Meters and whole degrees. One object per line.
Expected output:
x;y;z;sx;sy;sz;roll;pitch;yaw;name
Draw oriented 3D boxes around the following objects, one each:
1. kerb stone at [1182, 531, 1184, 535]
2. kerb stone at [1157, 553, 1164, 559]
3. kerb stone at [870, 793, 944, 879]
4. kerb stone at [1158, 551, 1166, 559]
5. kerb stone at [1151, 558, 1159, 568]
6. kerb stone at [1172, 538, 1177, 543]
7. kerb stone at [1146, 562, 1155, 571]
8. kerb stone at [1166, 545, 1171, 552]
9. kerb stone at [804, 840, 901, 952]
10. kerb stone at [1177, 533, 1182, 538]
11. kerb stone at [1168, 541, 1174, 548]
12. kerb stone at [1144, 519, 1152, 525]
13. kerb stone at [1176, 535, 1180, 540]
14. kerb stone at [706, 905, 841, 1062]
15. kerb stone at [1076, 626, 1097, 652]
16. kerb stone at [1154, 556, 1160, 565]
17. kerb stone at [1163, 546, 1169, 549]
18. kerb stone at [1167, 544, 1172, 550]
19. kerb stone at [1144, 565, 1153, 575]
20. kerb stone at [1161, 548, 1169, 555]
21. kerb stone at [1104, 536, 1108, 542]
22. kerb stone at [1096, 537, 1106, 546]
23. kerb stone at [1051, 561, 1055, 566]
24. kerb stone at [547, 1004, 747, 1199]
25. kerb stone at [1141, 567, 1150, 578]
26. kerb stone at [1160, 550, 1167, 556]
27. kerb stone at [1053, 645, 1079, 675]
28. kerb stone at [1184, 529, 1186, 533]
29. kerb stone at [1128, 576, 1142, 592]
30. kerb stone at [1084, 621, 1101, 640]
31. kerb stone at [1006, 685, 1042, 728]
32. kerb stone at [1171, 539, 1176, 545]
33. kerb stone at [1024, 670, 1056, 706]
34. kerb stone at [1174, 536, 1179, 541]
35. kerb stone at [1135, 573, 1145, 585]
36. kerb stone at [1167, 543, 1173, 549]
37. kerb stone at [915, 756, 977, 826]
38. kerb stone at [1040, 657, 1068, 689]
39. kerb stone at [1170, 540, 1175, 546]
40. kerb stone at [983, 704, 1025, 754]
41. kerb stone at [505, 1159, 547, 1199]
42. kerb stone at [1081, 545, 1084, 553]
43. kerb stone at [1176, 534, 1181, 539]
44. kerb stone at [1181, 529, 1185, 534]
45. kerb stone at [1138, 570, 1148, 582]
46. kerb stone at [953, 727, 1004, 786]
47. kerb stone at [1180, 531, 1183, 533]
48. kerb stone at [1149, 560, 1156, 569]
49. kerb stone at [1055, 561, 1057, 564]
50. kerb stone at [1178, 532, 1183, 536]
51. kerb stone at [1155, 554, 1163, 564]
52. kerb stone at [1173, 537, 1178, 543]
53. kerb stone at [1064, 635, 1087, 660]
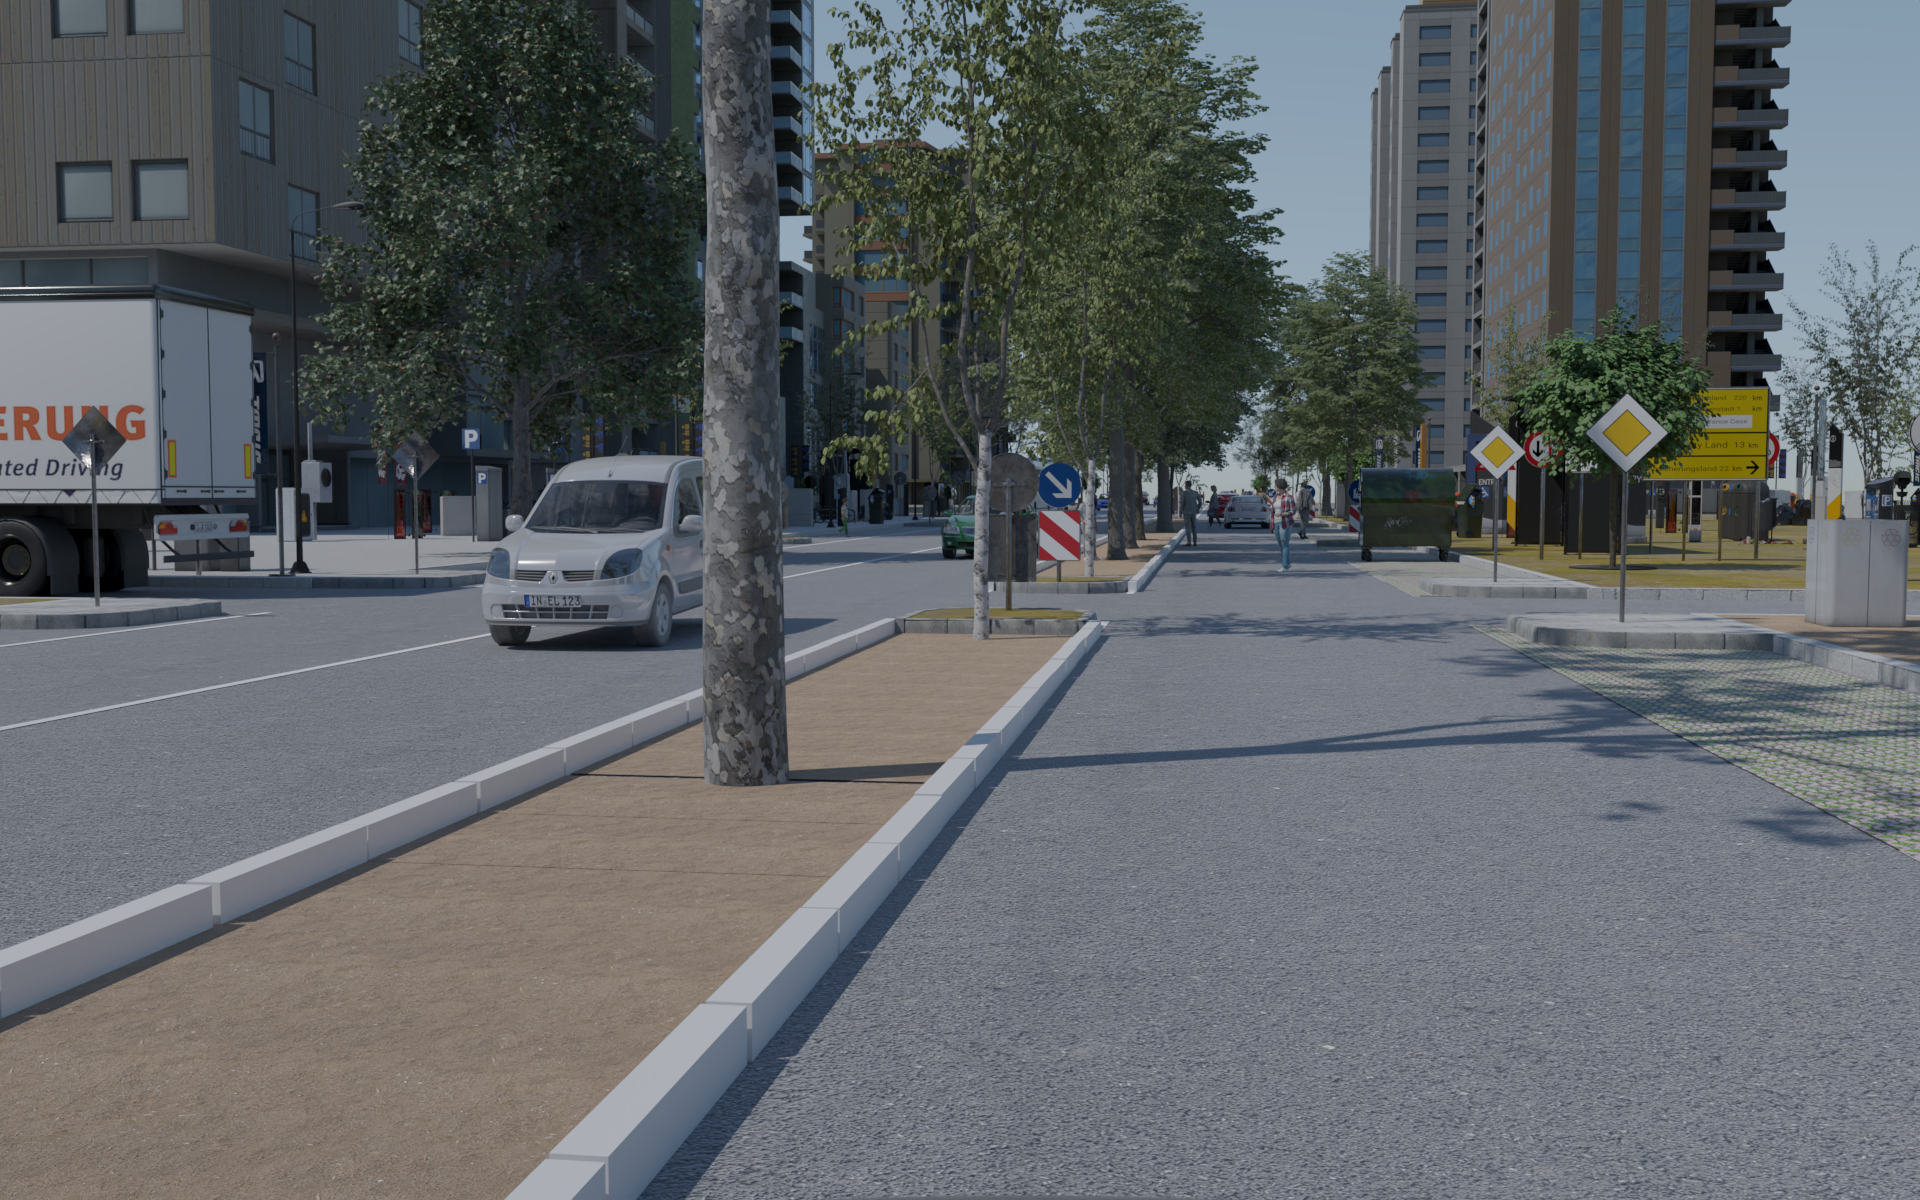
7.102;-2.072;56.148;0.120;0.150;1.000;1;4;8;kerb stone
4.103;-0.838;35.900;0.120;0.150;1.000;1;4;8;kerb stone
-0.210;0.941;6.901;0.120;0.150;1.000;1;4;8;kerb stone
4.253;-0.892;36.911;0.120;0.150;1.000;1;4;8;kerb stone
3.646;-0.646;32.864;0.120;0.150;1.000;1;4;8;kerb stone
5.756;-1.520;47.041;0.120;0.150;1.000;1;4;8;kerb stone
3.339;-0.528;30.823;0.120;0.150;1.000;1;4;8;kerb stone
4.847;-1.145;40.972;0.120;0.150;1.000;1;4;8;kerb stone
-0.360;1.001;5.889;0.120;0.150;1.000;1;4;8;kerb stone
6.656;-1.889;53.113;0.120;0.150;1.000;1;4;8;kerb stone
5.310;-1.334;44.007;0.120;0.150;1.000;1;4;8;kerb stone
9.099;-3.770;83.837;0.120;0.150;1.000;1;4;8;kerb stone
6.356;-1.767;51.091;0.120;0.150;1.000;1;4;8;kerb stone
-0.510;1.060;4.870;0.120;0.150;1.000;1;4;8;kerb stone
1.147;0.379;16.052;0.120;0.150;1.000;1;4;8;kerb stone
3.792;-0.714;33.875;0.120;0.150;1.000;1;4;8;kerb stone
4.695;-1.087;39.961;0.120;0.150;1.000;1;4;8;kerb stone
4.996;-1.205;41.983;0.120;0.150;1.000;1;4;8;kerb stone
3.193;-0.465;29.804;0.120;0.150;1.000;1;4;8;kerb stone
4.557;-1.021;38.937;0.120;0.150;1.000;1;4;8;kerb stone
4.127;-1.722;50.401;0.120;0.150;1.000;1;4;8;kerb stone
3.988;-1.663;49.387;0.120;0.150;1.000;1;4;8;kerb stone
1.719;-0.733;34.198;0.120;0.150;1.000;1;4;8;kerb stone
-0.667;1.122;3.859;0.120;0.150;1.000;1;4;8;kerb stone
3.038;-0.403;28.794;0.120;0.150;1.000;1;4;8;kerb stone
4.396;-0.957;37.927;0.120;0.150;1.000;1;4;8;kerb stone
0.843;0.501;14.012;0.120;0.150;1.000;1;4;8;kerb stone
7.554;-2.259;59.184;0.120;0.150;1.000;1;4;8;kerb stone
2.586;-0.218;25.759;0.120;0.150;1.000;1;4;8;kerb stone
1.298;0.314;17.069;0.120;0.150;1.000;1;4;8;kerb stone
0.392;0.687;10.956;0.120;0.150;1.000;1;4;8;kerb stone
5.606;-1.458;46.031;0.120;0.150;1.000;1;4;8;kerb stone
0.540;0.625;11.979;0.120;0.150;1.000;1;4;8;kerb stone
6.056;-1.644;49.069;0.120;0.150;1.000;1;4;8;kerb stone
2.735;-0.280;26.770;0.120;0.150;1.000;1;4;8;kerb stone
5.157;-1.269;42.997;0.120;0.150;1.000;1;4;8;kerb stone
-0.064;0.875;7.912;0.120;0.150;1.000;1;4;8;kerb stone
0.689;0.569;12.991;0.120;0.150;1.000;1;4;8;kerb stone
5.452;-1.396;45.019;0.120;0.150;1.000;1;4;8;kerb stone
0.242;0.750;9.940;0.120;0.150;1.000;1;4;8;kerb stone
-0.813;1.184;2.843;0.120;0.150;1.000;1;4;8;kerb stone
3.235;-1.351;44.333;0.120;0.150;1.000;1;4;8;kerb stone
6.503;-1.829;52.102;0.120;0.150;1.000;1;4;8;kerb stone
7.404;-2.199;58.172;0.120;0.150;1.000;1;4;8;kerb stone
2.896;-0.339;27.779;0.120;0.150;1.000;1;4;8;kerb stone
0.090;0.812;8.923;0.120;0.150;1.000;1;4;8;kerb stone
6.954;-2.015;55.135;0.120;0.150;1.000;1;4;8;kerb stone
3.485;-0.588;31.842;0.120;0.150;1.000;1;4;8;kerb stone
1.879;-0.796;35.207;0.120;0.150;1.000;1;4;8;kerb stone
6.812;-1.953;54.123;0.120;0.150;1.000;1;4;8;kerb stone
3.954;-0.775;34.889;0.120;0.150;1.000;1;4;8;kerb stone
5.901;-1.581;48.055;0.120;0.150;1.000;1;4;8;kerb stone
0.986;0.439;15.034;0.120;0.150;1.000;1;4;8;kerb stone
